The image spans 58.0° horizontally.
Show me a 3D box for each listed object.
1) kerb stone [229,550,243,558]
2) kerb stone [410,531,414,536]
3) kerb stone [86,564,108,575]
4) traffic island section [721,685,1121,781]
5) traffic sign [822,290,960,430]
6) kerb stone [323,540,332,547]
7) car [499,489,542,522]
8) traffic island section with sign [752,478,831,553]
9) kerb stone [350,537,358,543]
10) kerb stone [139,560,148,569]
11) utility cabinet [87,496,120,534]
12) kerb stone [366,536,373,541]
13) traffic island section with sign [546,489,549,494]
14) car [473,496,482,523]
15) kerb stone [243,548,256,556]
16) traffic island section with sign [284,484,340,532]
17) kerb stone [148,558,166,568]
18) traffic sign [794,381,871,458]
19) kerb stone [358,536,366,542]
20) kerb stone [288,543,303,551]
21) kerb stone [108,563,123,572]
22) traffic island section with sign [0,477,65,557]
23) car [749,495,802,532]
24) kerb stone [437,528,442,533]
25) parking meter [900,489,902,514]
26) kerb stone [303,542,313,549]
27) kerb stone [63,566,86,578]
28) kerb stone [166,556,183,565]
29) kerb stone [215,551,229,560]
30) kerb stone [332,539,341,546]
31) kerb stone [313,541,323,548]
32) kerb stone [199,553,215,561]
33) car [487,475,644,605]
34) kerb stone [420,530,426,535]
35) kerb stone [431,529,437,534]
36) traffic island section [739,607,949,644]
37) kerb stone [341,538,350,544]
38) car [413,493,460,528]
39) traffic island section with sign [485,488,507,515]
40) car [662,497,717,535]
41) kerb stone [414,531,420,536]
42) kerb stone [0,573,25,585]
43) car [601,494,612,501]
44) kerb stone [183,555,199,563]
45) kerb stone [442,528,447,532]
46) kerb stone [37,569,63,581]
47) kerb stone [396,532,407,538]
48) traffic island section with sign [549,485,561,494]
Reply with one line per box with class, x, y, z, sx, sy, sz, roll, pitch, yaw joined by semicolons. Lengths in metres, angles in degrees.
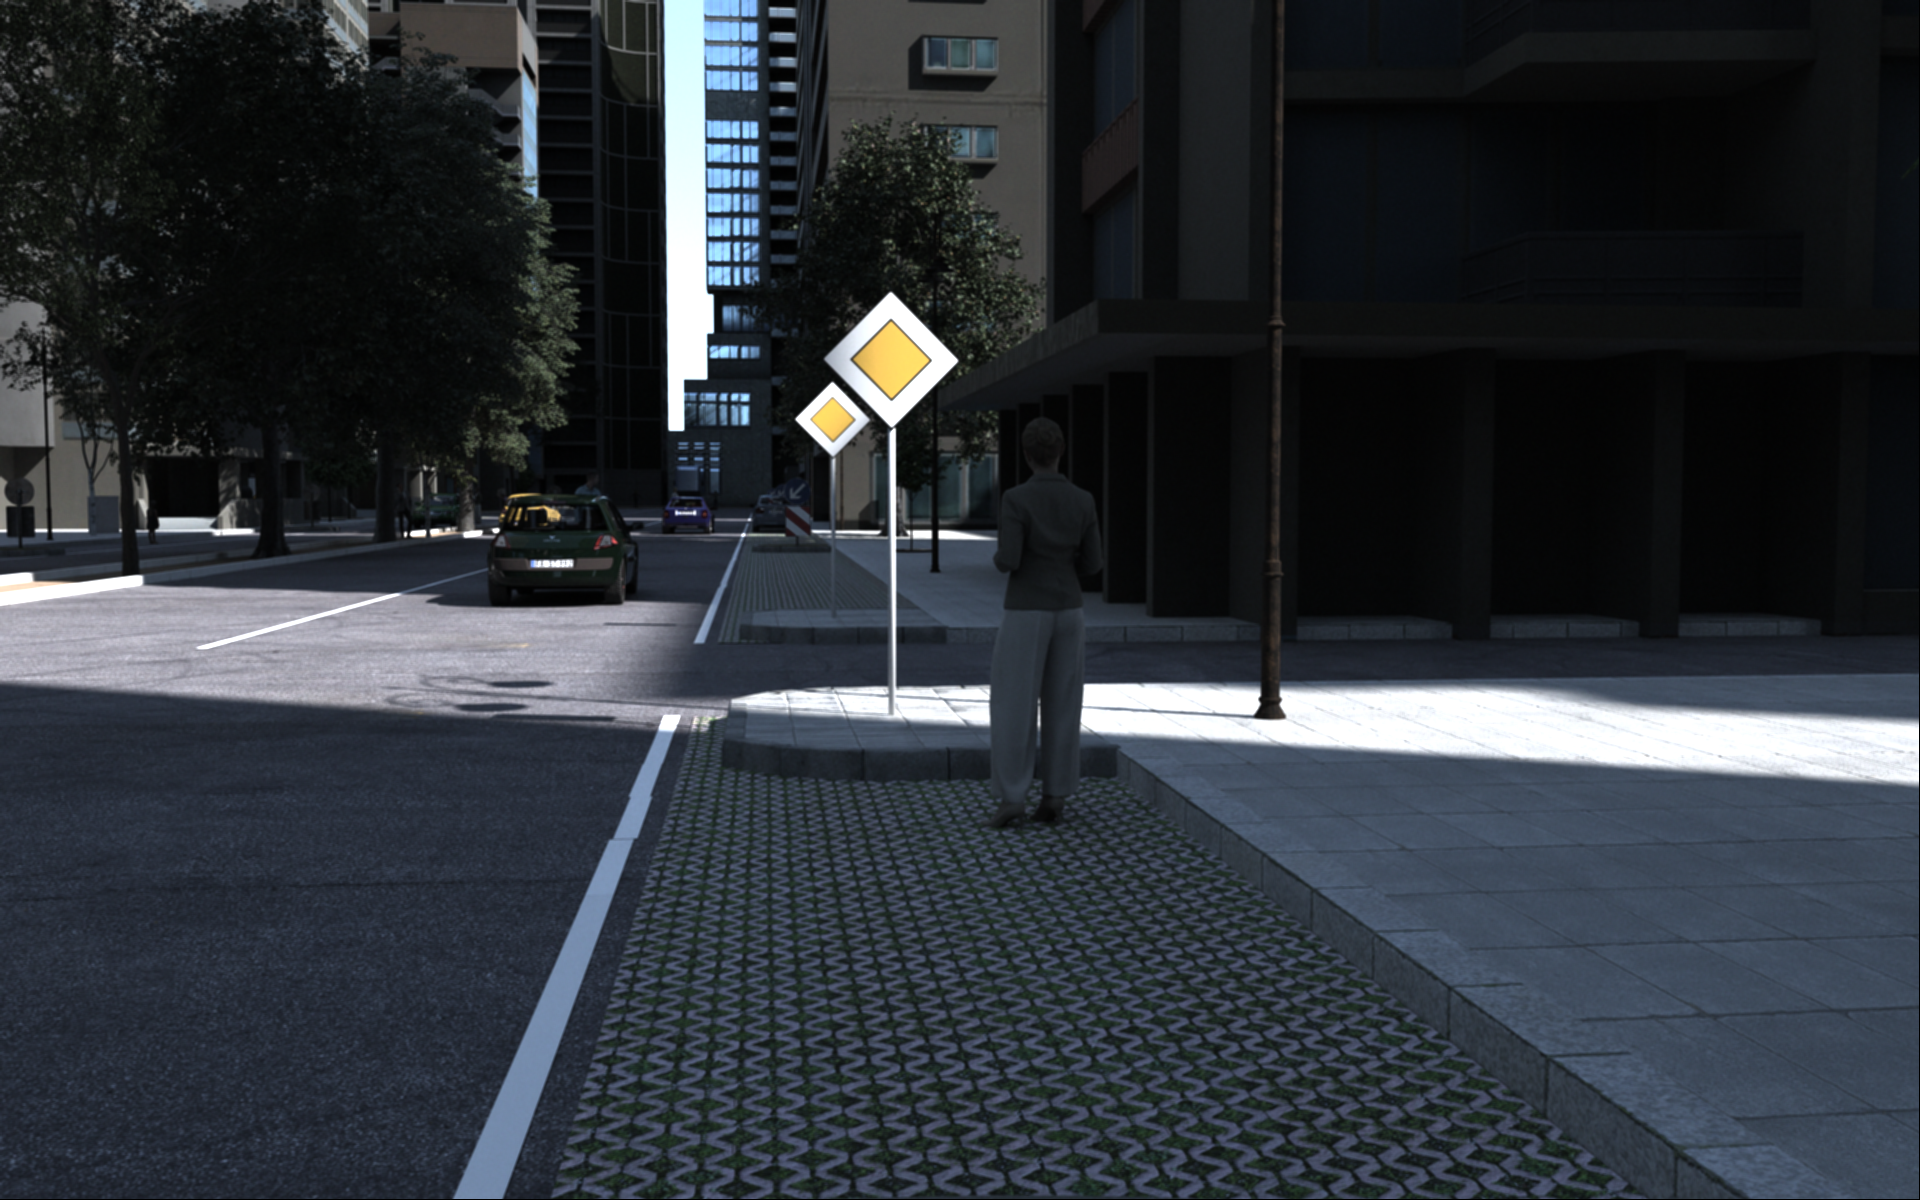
kerb stone;-16.388;-1.025;38.953;0.120;0.150;1.000;0;4;-7
kerb stone;-18.624;-2.208;58.329;0.120;0.150;1.000;0;4;-7
kerb stone;-15.457;-0.526;30.800;0.120;0.150;1.000;0;4;-7
traffic island section;-0.350;0.749;10.043;2.009;0.180;2.903;0;4;-7
traffic sign;-0.373;-0.475;9.958;0.795;2.593;0.064;0;4;-7
kerb stone;-17.340;-1.524;47.109;0.120;0.150;1.000;0;4;-7
car;-15.312;-3.157;61.844;2.015;1.641;3.980;0;4;-5
traffic island section with sign;-4.155;-2.101;42.981;1.989;1.847;2.006;0;4;-7
kerb stone;-17.679;-1.706;50.168;0.120;0.150;1.000;0;4;-7
kerb stone;-15.688;-0.651;32.836;0.120;0.150;1.000;0;4;-7
utility cabinet;-27.994;-2.780;56.608;0.306;1.237;1.020;1;4;20
kerb stone;-17.923;-1.835;52.201;0.120;0.150;1.000;0;4;-7
traffic island section with sign;-34.046;-8.266;143.773;1.989;1.847;2.006;0;4;-7
car;-24.341;-4.504;83.856;2.015;1.641;3.980;0;4;-5
kerb stone;-16.513;-1.087;39.974;0.120;0.150;1.000;0;4;-7
traffic island section with sign;-25.191;-3.578;67.126;1.989;1.847;2.006;0;4;-7
kerb stone;-15.804;-0.713;33.855;0.120;0.150;1.000;0;4;-7
traffic sign;-1.290;-0.960;17.890;0.795;2.593;0.064;0;4;-7
kerb stone;-17.802;-1.768;51.183;0.120;0.150;1.000;0;4;-7
kerb stone;-16.976;-1.336;44.046;0.120;0.150;1.000;0;4;-7
kerb stone;-15.576;-0.589;31.819;0.120;0.150;1.000;0;4;-7
traffic island section with sign;-22.103;-1.940;40.347;1.989;1.847;2.006;0;4;-7
car;-7.000;-3.287;65.749;2.014;1.417;4.499;0;4;-6
kerb stone;-19.218;-2.517;63.433;0.120;0.150;1.000;0;4;-7
parking meter;-2.236;-3.346;60.418;0.399;1.863;0.255;0;4;-3
kerb stone;-17.096;-1.397;45.075;0.120;0.150;1.000;0;4;-7
kerb stone;-15.338;-0.464;29.784;0.120;0.150;1.000;0;4;-7
kerb stone;-15.918;-0.775;34.870;0.120;0.150;1.000;0;4;-7
kerb stone;-16.278;-0.960;37.928;0.120;0.150;1.000;0;4;-7
kerb stone;-17.443;-1.581;48.127;0.120;0.150;1.000;0;4;-7
kerb stone;-17.209;-1.461;46.095;0.120;0.150;1.000;0;4;-7
kerb stone;-16.153;-0.894;36.912;0.120;0.150;1.000;0;4;-7
car;-5.376;-0.854;23.744;2.009;1.686;4.222;0;4;-7
kerb stone;-18.871;-2.335;60.371;0.120;0.150;1.000;0;4;-7
kerb stone;-19.101;-2.453;62.413;0.120;0.150;1.000;0;4;-7
traffic island section;-1.268;0.263;17.975;2.009;0.180;2.903;0;4;-7
kerb stone;-17.575;-1.646;49.142;0.120;0.150;1.000;0;4;-7
car;-22.044;-3.965;73.627;1.959;1.807;4.718;0;4;-7
traffic island section with sign;-30.962;-6.628;116.995;1.989;1.847;2.006;0;4;-7
car;-9.798;-3.059;62.602;1.945;1.354;3.894;0;4;-5
kerb stone;-18.746;-2.272;59.347;0.120;0.150;1.000;0;4;-7
kerb stone;-15.106;-0.340;27.747;0.120;0.150;1.000;0;4;-7
car;-31.916;-8.690;154.077;2.014;1.417;4.499;0;4;-7
kerb stone;-16.042;-0.835;35.890;0.120;0.150;1.000;0;4;-7
kerb stone;-19.342;-2.581;64.447;0.120;0.150;1.000;0;4;-7
kerb stone;-15.216;-0.400;28.769;0.120;0.150;1.000;0;4;-7
kerb stone;-18.509;-2.147;57.306;0.120;0.150;1.000;0;4;-7
traffic island section with sign;-21.348;-5.066;90.958;2.006;1.907;1.989;0;4;-7
